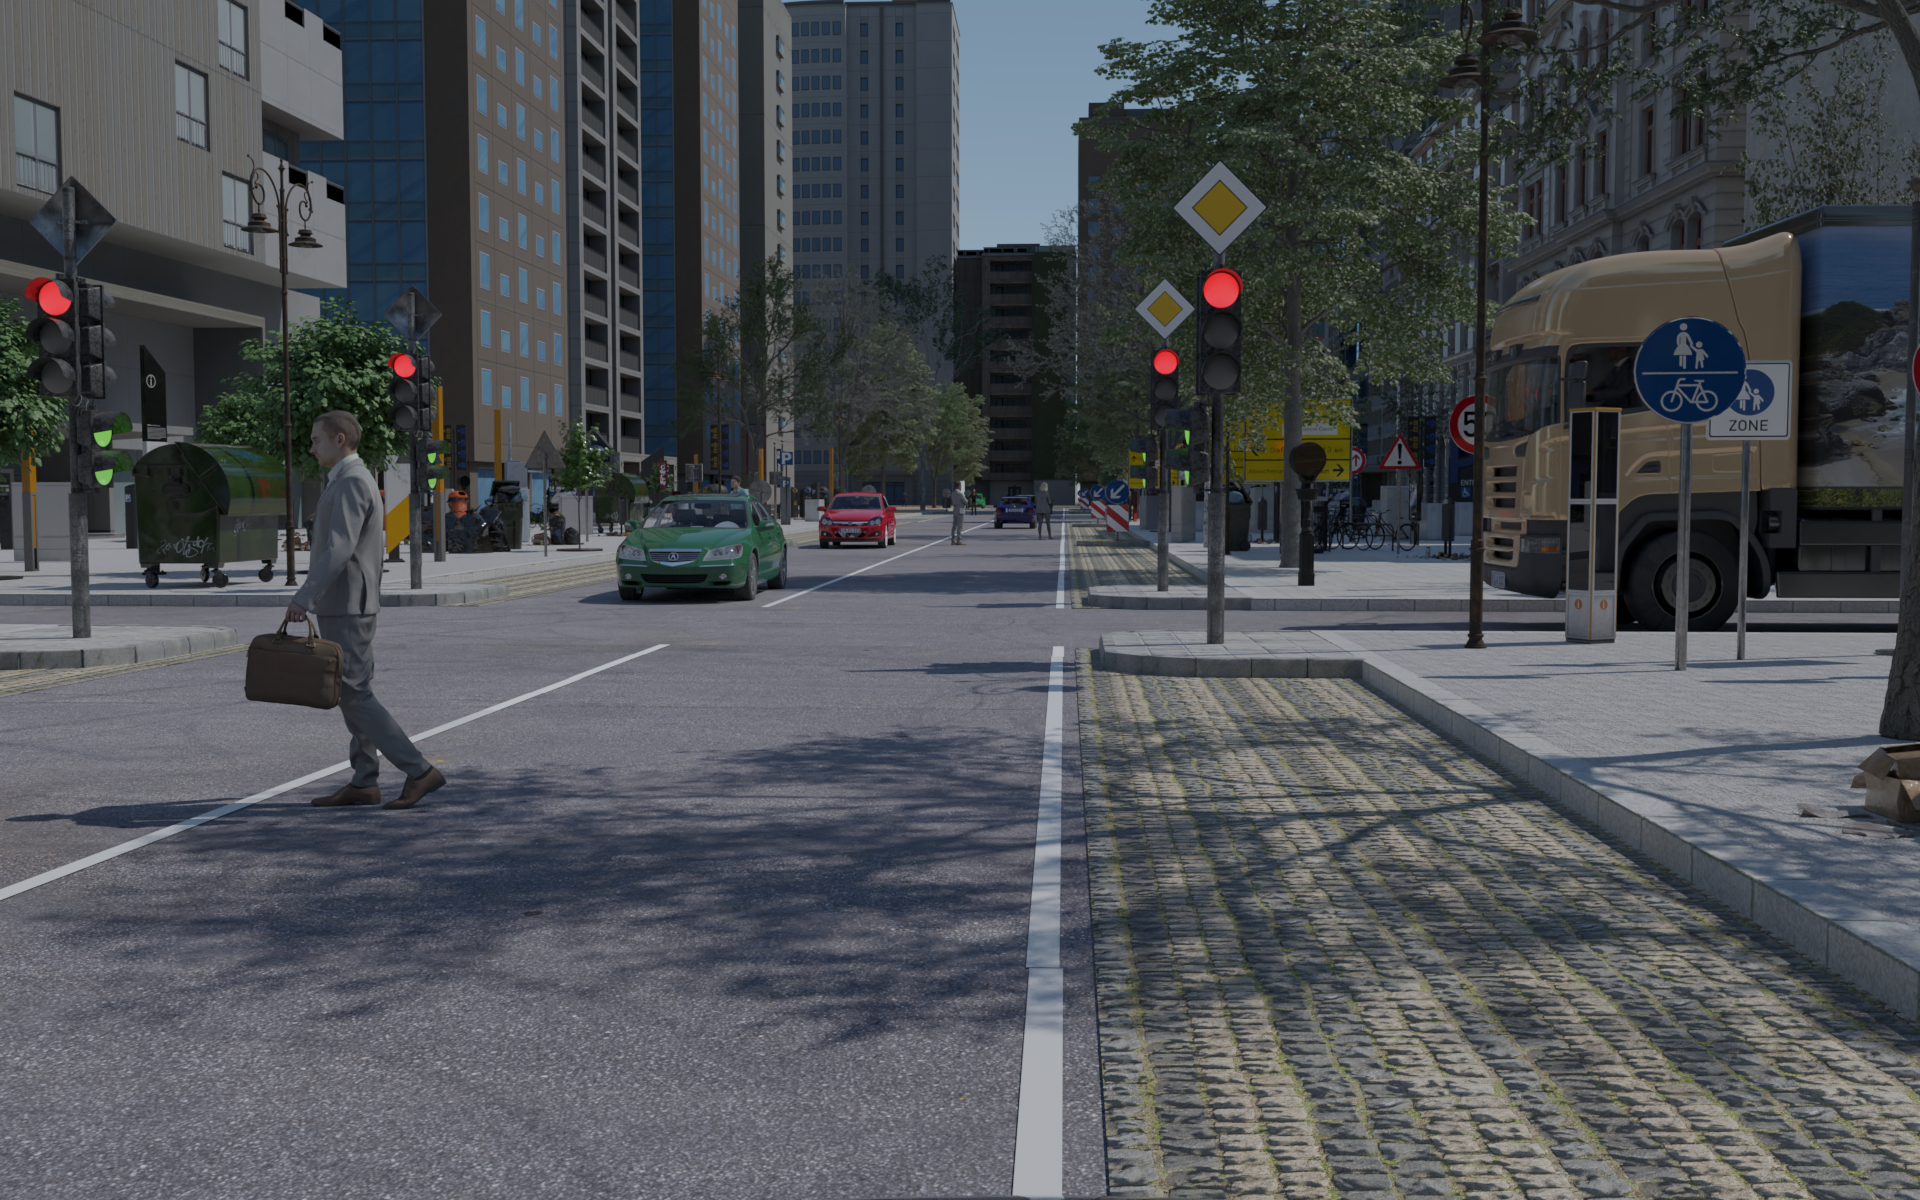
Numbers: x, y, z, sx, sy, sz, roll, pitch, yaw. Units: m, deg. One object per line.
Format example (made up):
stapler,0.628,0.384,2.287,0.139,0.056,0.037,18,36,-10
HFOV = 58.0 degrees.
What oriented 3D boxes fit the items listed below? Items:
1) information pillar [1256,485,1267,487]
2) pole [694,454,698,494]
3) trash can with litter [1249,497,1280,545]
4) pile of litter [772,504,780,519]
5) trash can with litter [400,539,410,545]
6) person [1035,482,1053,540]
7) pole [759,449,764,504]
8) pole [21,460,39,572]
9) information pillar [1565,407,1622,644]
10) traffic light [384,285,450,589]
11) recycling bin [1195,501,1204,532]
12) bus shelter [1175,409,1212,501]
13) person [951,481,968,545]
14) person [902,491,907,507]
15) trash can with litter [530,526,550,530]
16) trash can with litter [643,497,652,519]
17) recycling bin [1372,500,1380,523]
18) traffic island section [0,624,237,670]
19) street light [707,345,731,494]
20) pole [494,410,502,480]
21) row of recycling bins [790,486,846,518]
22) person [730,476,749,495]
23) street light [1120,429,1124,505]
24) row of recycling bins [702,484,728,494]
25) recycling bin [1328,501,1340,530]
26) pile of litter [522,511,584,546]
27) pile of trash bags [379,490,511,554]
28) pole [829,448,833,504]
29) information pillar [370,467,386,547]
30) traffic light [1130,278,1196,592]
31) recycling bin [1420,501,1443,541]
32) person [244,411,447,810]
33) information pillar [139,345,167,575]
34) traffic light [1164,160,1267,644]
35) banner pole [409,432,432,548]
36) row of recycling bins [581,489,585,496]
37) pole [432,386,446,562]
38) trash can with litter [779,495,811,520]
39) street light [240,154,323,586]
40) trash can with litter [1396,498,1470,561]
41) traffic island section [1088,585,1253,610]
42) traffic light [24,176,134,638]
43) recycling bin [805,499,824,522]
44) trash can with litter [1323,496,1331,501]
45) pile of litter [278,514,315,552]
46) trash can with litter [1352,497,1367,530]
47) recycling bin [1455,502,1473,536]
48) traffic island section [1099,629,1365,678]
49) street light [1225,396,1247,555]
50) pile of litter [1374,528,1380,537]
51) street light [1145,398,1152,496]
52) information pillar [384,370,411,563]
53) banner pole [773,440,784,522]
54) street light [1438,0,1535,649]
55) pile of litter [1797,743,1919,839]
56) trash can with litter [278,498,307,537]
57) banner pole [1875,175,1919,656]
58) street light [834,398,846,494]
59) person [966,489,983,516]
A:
information pillar,11.827,-3.882,67.958,0.304,2.012,0.304,-1,4,-22
pole,-13.536,-5.814,88.899,0.158,3.312,0.155,0,3,0
trash can with litter,7.739,-2.076,44.999,1.678,1.210,2.233,1,4,11
pile of litter,-9.501,-4.603,89.226,1.176,0.858,1.719,-1,4,-11
trash can with litter,-14.528,-1.973,43.309,2.233,1.210,1.678,0,4,1
person,2.628,-2.805,54.544,0.537,1.800,0.526,2,4,34
pole,-8.930,-5.132,77.757,0.158,3.312,0.155,0,3,0
pole,-15.397,-2.128,28.635,0.158,3.312,0.155,0,3,0
information pillar,5.446,-0.637,14.908,0.304,2.012,0.304,-2,4,-25
traffic light,-7.338,-2.103,23.307,0.839,4.253,0.868,0,4,3
recycling bin,8.371,-2.872,59.510,0.722,1.027,0.722,0,4,6
bus shelter,9.824,-5.669,70.316,2.179,5.291,8.768,0,4,4
person,0.002,-2.446,48.665,0.511,1.800,0.466,3,5,42
person,-5.765,-10.461,180.464,0.541,1.710,0.530,1,4,15
trash can with litter,-14.270,-3.083,61.464,2.233,1.210,1.678,2,4,28
trash can with litter,-16.489,-4.783,89.585,0.624,1.170,1.055,3,5,44
recycling bin,17.738,-3.673,72.600,0.722,1.027,0.722,0,4,-8
traffic island section,-7.860,0.416,15.473,2.009,0.180,2.903,0,4,3
street light,-7.492,-4.962,53.919,0.468,5.910,1.993,0,4,3
pole,-11.167,-2.938,41.881,0.158,3.312,0.155,0,3,0
row of recycling bins,-7.945,-5.332,94.287,3.534,1.692,1.069,-1,4,-19
person,-4.607,-1.724,36.715,0.660,1.820,0.620,3,4,36
street light,9.075,-7.568,96.531,0.468,5.910,1.993,0,4,3
row of recycling bins,-10.176,-3.979,72.174,1.069,1.692,3.534,-1,4,-12
recycling bin,13.053,-2.998,61.573,0.722,1.027,0.722,0,4,-3
pile of litter,-10.286,-1.814,43.627,1.719,0.858,1.176,-1,4,-22
pile of trash bags,-11.659,-1.755,38.440,3.447,1.369,1.912,2,4,24
pole,-5.669,-5.041,76.258,0.158,3.312,0.155,0,3,0
information pillar,-14.000,-2.267,41.549,0.304,2.012,0.304,2,4,23
traffic light,2.656,-2.067,22.721,0.839,4.253,0.868,0,4,3
recycling bin,13.145,-2.175,48.109,0.722,1.027,0.722,-1,4,-12
person,-2.808,0.043,7.918,0.853,1.813,0.709,-1,4,-19
information pillar,-12.756,-2.207,27.437,0.183,3.616,0.504,1,4,15
traffic light,2.174,-1.580,14.750,0.839,4.253,0.868,0,4,3
banner pole,-12.607,-3.105,40.780,0.863,3.779,0.401,1,4,20
row of recycling bins,-16.222,-4.447,79.828,1.069,1.692,3.534,1,4,22
pole,-9.867,-2.380,32.761,0.158,3.312,0.155,0,3,0
trash can with litter,-7.944,-4.600,86.259,2.233,1.210,1.678,-1,4,-18
street light,-9.349,-3.134,24.034,0.468,5.910,1.993,0,4,3
trash can with litter,9.610,-1.418,34.248,1.678,1.210,2.233,0,4,6
traffic island section,2.695,-0.034,22.832,2.009,0.180,2.903,0,4,3
traffic light,-7.820,-1.616,15.336,0.839,4.253,0.868,0,4,3
recycling bin,-6.765,-4.161,80.581,0.722,1.027,0.722,1,4,15
trash can with litter,17.355,-4.329,82.171,0.624,1.170,1.055,2,4,31
pile of litter,-14.851,-1.552,39.334,1.176,0.858,1.719,3,5,41
trash can with litter,14.252,-3.059,61.403,0.624,1.170,1.055,-1,4,-9
recycling bin,15.679,-2.503,53.484,0.722,1.027,0.722,0,4,-1
traffic island section,2.213,0.454,14.862,2.009,0.180,2.903,0,4,3
street light,5.648,-3.895,36.471,0.468,5.910,1.993,0,4,3
pile of litter,13.052,-2.346,52.319,1.719,0.858,1.176,0,4,-4
street light,7.397,-5.759,66.943,0.468,5.910,1.993,0,4,3
information pillar,-10.538,-2.510,32.399,0.504,3.616,0.183,-3,4,-38
banner pole,-8.842,-5.741,83.876,0.401,3.779,0.863,2,4,27
street light,4.297,-2.536,14.258,0.468,5.910,1.993,0,4,3
pile of litter,4.143,0.434,6.864,1.719,0.858,1.176,0,3,0
trash can with litter,-20.144,-2.549,52.739,2.233,1.210,1.678,-1,4,-15
banner pole,7.703,-1.440,13.567,0.863,3.779,0.401,3,5,43
street light,-5.785,-6.772,83.505,0.468,5.910,1.993,0,4,3
person,0.903,-6.470,114.798,1.217,1.766,0.721,1,4,12
